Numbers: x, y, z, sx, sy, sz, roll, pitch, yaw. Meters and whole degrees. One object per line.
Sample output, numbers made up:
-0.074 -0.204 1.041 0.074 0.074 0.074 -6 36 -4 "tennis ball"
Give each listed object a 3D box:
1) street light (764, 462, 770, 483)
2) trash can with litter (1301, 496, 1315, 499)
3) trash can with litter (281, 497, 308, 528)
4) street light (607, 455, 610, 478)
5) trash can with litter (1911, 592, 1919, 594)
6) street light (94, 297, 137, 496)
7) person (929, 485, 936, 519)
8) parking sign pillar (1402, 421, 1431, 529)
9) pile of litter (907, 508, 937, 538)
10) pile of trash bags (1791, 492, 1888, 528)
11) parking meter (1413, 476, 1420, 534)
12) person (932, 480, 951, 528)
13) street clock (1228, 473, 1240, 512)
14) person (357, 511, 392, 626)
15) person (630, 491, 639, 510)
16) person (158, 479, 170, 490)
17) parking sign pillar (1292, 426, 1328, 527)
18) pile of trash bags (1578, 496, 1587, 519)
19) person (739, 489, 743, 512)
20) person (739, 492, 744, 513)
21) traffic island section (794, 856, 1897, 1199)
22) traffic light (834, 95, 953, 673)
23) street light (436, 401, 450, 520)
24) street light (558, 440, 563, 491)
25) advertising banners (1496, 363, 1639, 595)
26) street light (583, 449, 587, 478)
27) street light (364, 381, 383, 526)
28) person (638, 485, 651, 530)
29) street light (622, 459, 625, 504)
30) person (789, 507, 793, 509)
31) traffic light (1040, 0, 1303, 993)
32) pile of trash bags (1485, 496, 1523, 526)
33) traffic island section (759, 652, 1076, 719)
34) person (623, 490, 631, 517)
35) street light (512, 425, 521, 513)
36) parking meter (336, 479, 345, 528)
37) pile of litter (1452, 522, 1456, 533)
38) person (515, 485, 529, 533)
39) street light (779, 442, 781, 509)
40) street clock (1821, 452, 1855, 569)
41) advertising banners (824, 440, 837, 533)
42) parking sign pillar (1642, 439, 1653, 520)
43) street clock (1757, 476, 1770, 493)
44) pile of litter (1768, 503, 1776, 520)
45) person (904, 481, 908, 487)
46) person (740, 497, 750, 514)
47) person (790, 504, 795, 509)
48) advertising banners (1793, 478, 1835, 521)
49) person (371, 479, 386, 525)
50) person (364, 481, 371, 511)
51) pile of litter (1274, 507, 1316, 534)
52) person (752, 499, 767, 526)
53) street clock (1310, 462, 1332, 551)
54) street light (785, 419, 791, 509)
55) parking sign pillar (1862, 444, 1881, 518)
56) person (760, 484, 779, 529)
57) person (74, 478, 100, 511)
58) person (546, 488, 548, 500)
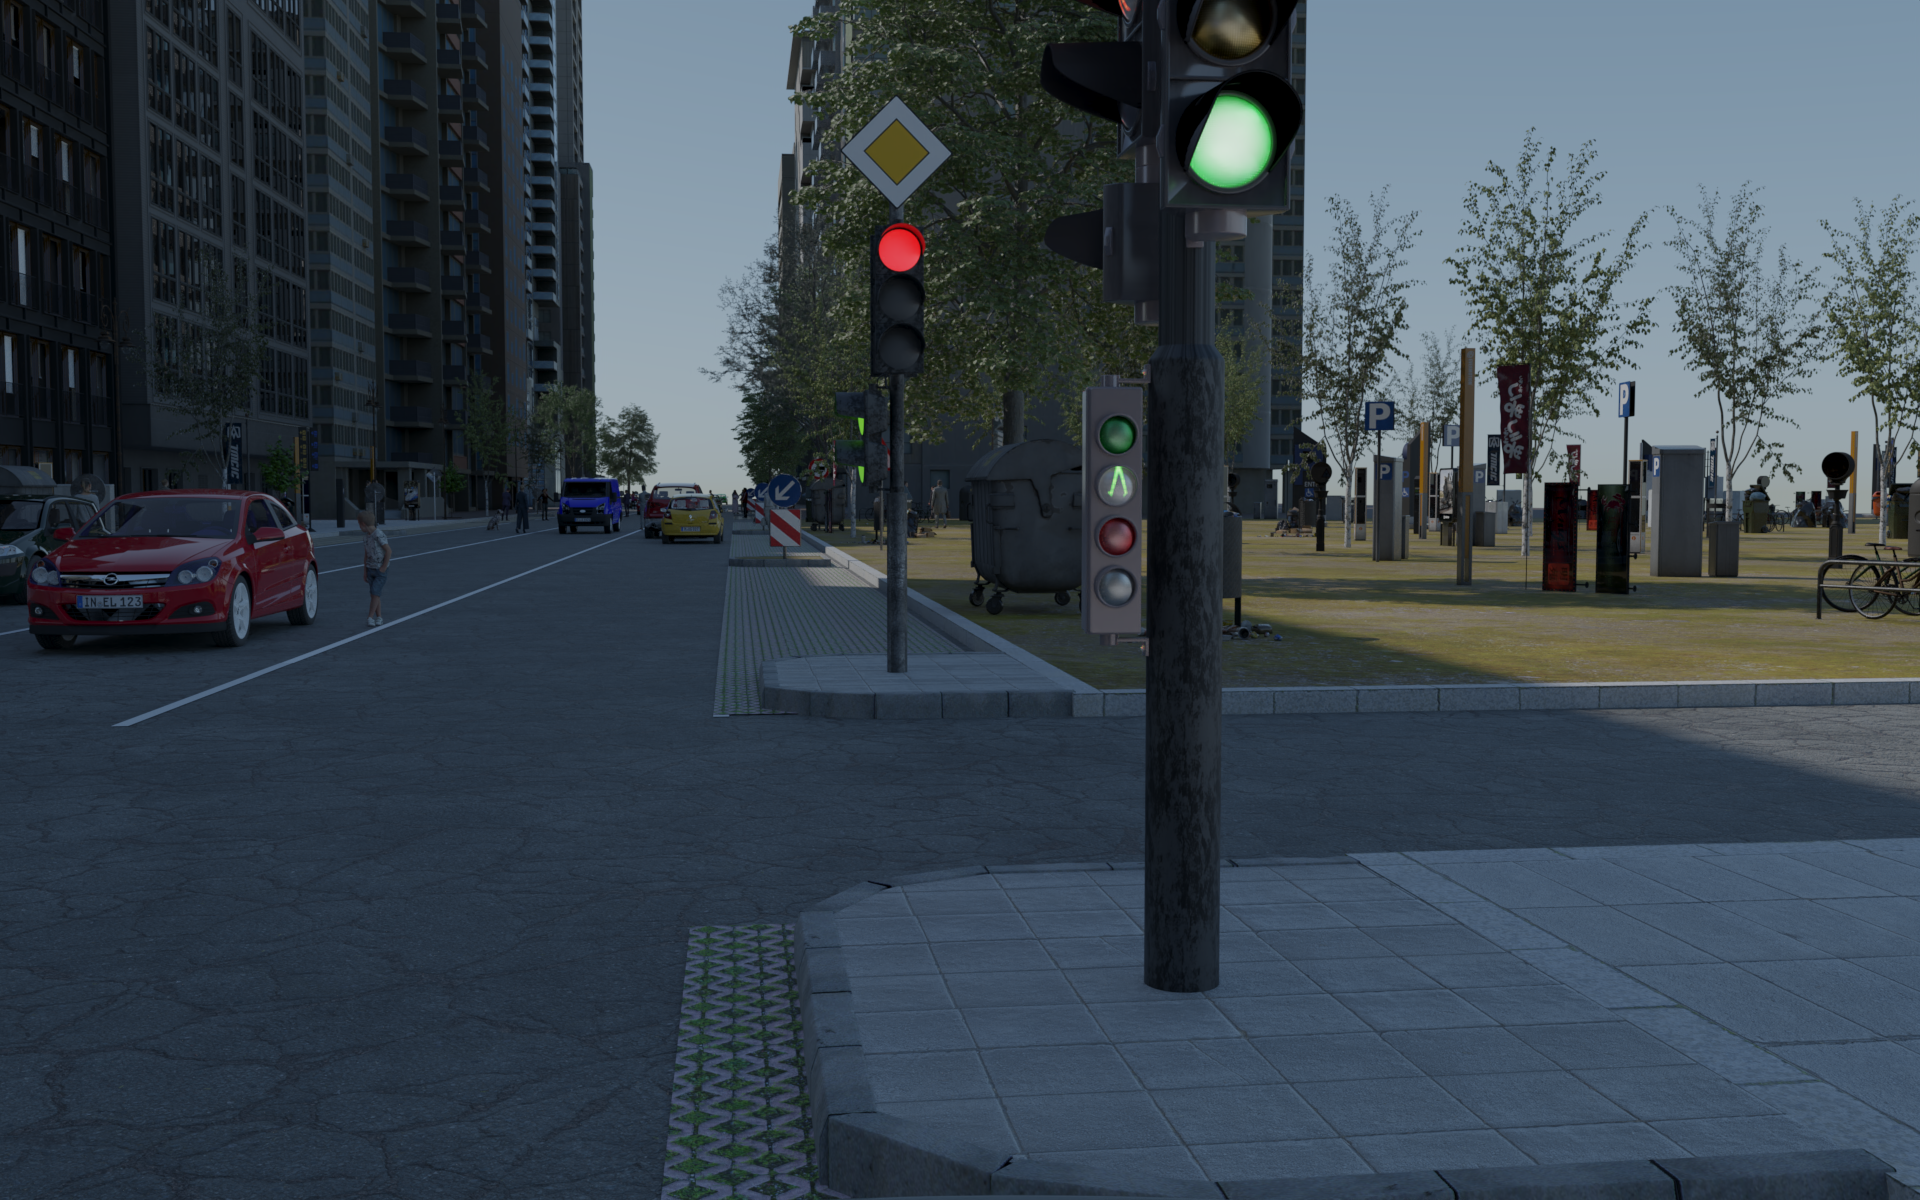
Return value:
-20.999 -13.089 186.785 0.468 5.910 1.993 0 4 -7 "street light"
10.021 -2.499 51.922 2.233 1.210 1.678 0 4 6 "trash can with litter"
-24.459 -3.181 63.396 0.624 1.170 1.055 2 4 23 "trash can with litter"
-40.228 -13.779 198.075 0.468 5.910 1.993 0 4 -7 "street light"
13.244 -0.687 22.297 2.233 1.210 1.678 0 4 2 "trash can with litter"
-19.882 -4.167 40.911 0.468 5.910 1.993 0 4 -7 "street light"
-1.336 -5.041 89.262 0.445 1.727 0.742 1 4 13 "person"
16.695 -4.589 63.510 1.447 3.967 1.447 -3 5 -42 "parking sign pillar"
-1.190 -2.285 51.322 1.176 0.858 1.719 2 4 29 "pile of litter"
33.409 -3.429 65.819 3.447 1.369 1.912 2 4 35 "pile of trash bags"
14.702 -3.046 55.515 0.255 1.863 0.399 2 4 24 "parking meter"
-0.724 -3.589 64.820 0.694 1.812 0.767 -1 4 -14 "person"
9.408 -3.376 59.766 0.471 2.002 0.358 3 5 40 "street clock"
-6.369 -0.346 18.849 0.352 1.250 0.332 -1 4 -19 "person"
-29.974 -9.163 158.990 1.217 1.739 0.721 1 4 11 "person"
-25.125 -2.949 54.810 0.519 1.759 0.362 0 4 1 "person"
13.785 -4.882 68.295 1.447 3.967 1.447 1 4 13 "parking sign pillar"
32.206 -4.830 88.729 1.912 1.369 3.447 -1 4 -16 "pile of trash bags"
-16.923 -7.752 135.255 1.348 1.824 0.705 -1 4 -15 "person"
-16.649 -7.642 133.444 0.705 1.824 1.348 -2 4 -32 "person"
0.594 1.083 4.573 2.009 0.180 2.903 0 4 -7 "traffic island section"
-0.471 -1.434 12.374 0.839 4.253 0.868 0 4 -7 "traffic light"
-25.765 -6.957 86.538 0.468 5.910 1.993 0 4 -7 "street light"
-33.329 -10.508 144.589 0.468 5.910 1.993 0 4 -7 "street light"
7.924 -1.624 22.741 0.090 3.025 2.074 -3 5 -40 "advertising banners"
-36.587 -12.008 169.113 0.468 5.910 1.993 0 4 -7 "street light"
-23.617 -5.937 69.861 0.468 5.910 1.993 0 4 -7 "street light"
-12.639 -3.714 69.408 0.511 1.800 0.466 -2 4 -28 "person"
-44.079 -15.549 227.011 0.468 5.910 1.993 0 4 -7 "street light"
-14.098 -8.150 142.487 0.628 1.438 0.799 2 4 34 "person"
-1.511 -1.797 4.046 4.771 5.953 1.251 0 4 -7 "traffic light"
20.689 -3.632 69.132 3.447 1.369 1.912 -1 4 -8 "pile of trash bags"
-0.430 0.599 12.493 2.009 0.180 2.903 0 4 -7 "traffic island section"
-20.869 -6.059 108.483 0.541 1.710 0.530 -3 4 -38 "person"
-29.637 -8.737 115.634 0.468 5.910 1.993 0 4 -7 "street light"
-23.628 -3.690 66.048 0.255 1.863 0.399 -1 4 -11 "parking meter"
16.922 -2.676 57.718 1.719 0.858 1.176 2 4 28 "pile of litter"
-16.074 -3.345 63.608 0.576 1.772 0.534 0 3 0 "person"
-13.863 -9.807 133.135 0.468 5.910 1.993 0 4 -7 "street light"
15.062 -1.540 29.752 0.358 2.002 0.471 -3 5 -42 "street clock"
-4.251 -3.705 56.771 0.090 3.025 2.074 -1 4 -14 "advertising banners"
34.258 -5.933 85.471 1.447 3.967 1.447 -1 4 -19 "parking sign pillar"
31.553 -3.884 68.073 0.471 2.002 0.358 -1 4 -22 "street clock"
37.391 -4.068 80.484 1.719 0.858 1.176 -3 5 -45 "pile of litter"
-2.370 -3.922 70.181 0.620 1.820 0.660 -3 4 -39 "person"
-15.710 -7.243 126.855 0.705 1.831 1.348 2 4 24 "person"
-10.907 -6.506 112.420 0.705 1.824 1.348 3 5 44 "person"
40.641 -5.263 82.230 0.090 3.025 2.074 -3 4 -38 "advertising banners"
-24.524 -4.123 72.809 0.648 1.900 0.474 3 4 38 "person"
-28.174 -4.728 82.713 0.474 1.900 0.648 -3 5 -42 "person"
11.028 -2.608 56.606 1.719 0.858 1.176 0 4 6 "pile of litter"
-8.900 -4.172 76.887 0.728 1.800 0.709 0 4 2 "person"
8.079 -2.092 38.778 0.471 2.002 0.358 1 4 9 "street clock"
-10.337 -8.035 104.158 0.468 5.910 1.993 0 4 -7 "street light"
49.533 -6.421 93.451 1.447 3.967 1.447 2 4 35 "parking sign pillar"
-5.815 -2.742 53.680 0.694 1.780 0.624 2 4 28 "person"
-16.011 -1.382 31.849 0.760 1.731 0.466 1 4 13 "person"
-33.747 -8.250 141.634 0.721 1.736 1.217 -1 4 -15 "person"
